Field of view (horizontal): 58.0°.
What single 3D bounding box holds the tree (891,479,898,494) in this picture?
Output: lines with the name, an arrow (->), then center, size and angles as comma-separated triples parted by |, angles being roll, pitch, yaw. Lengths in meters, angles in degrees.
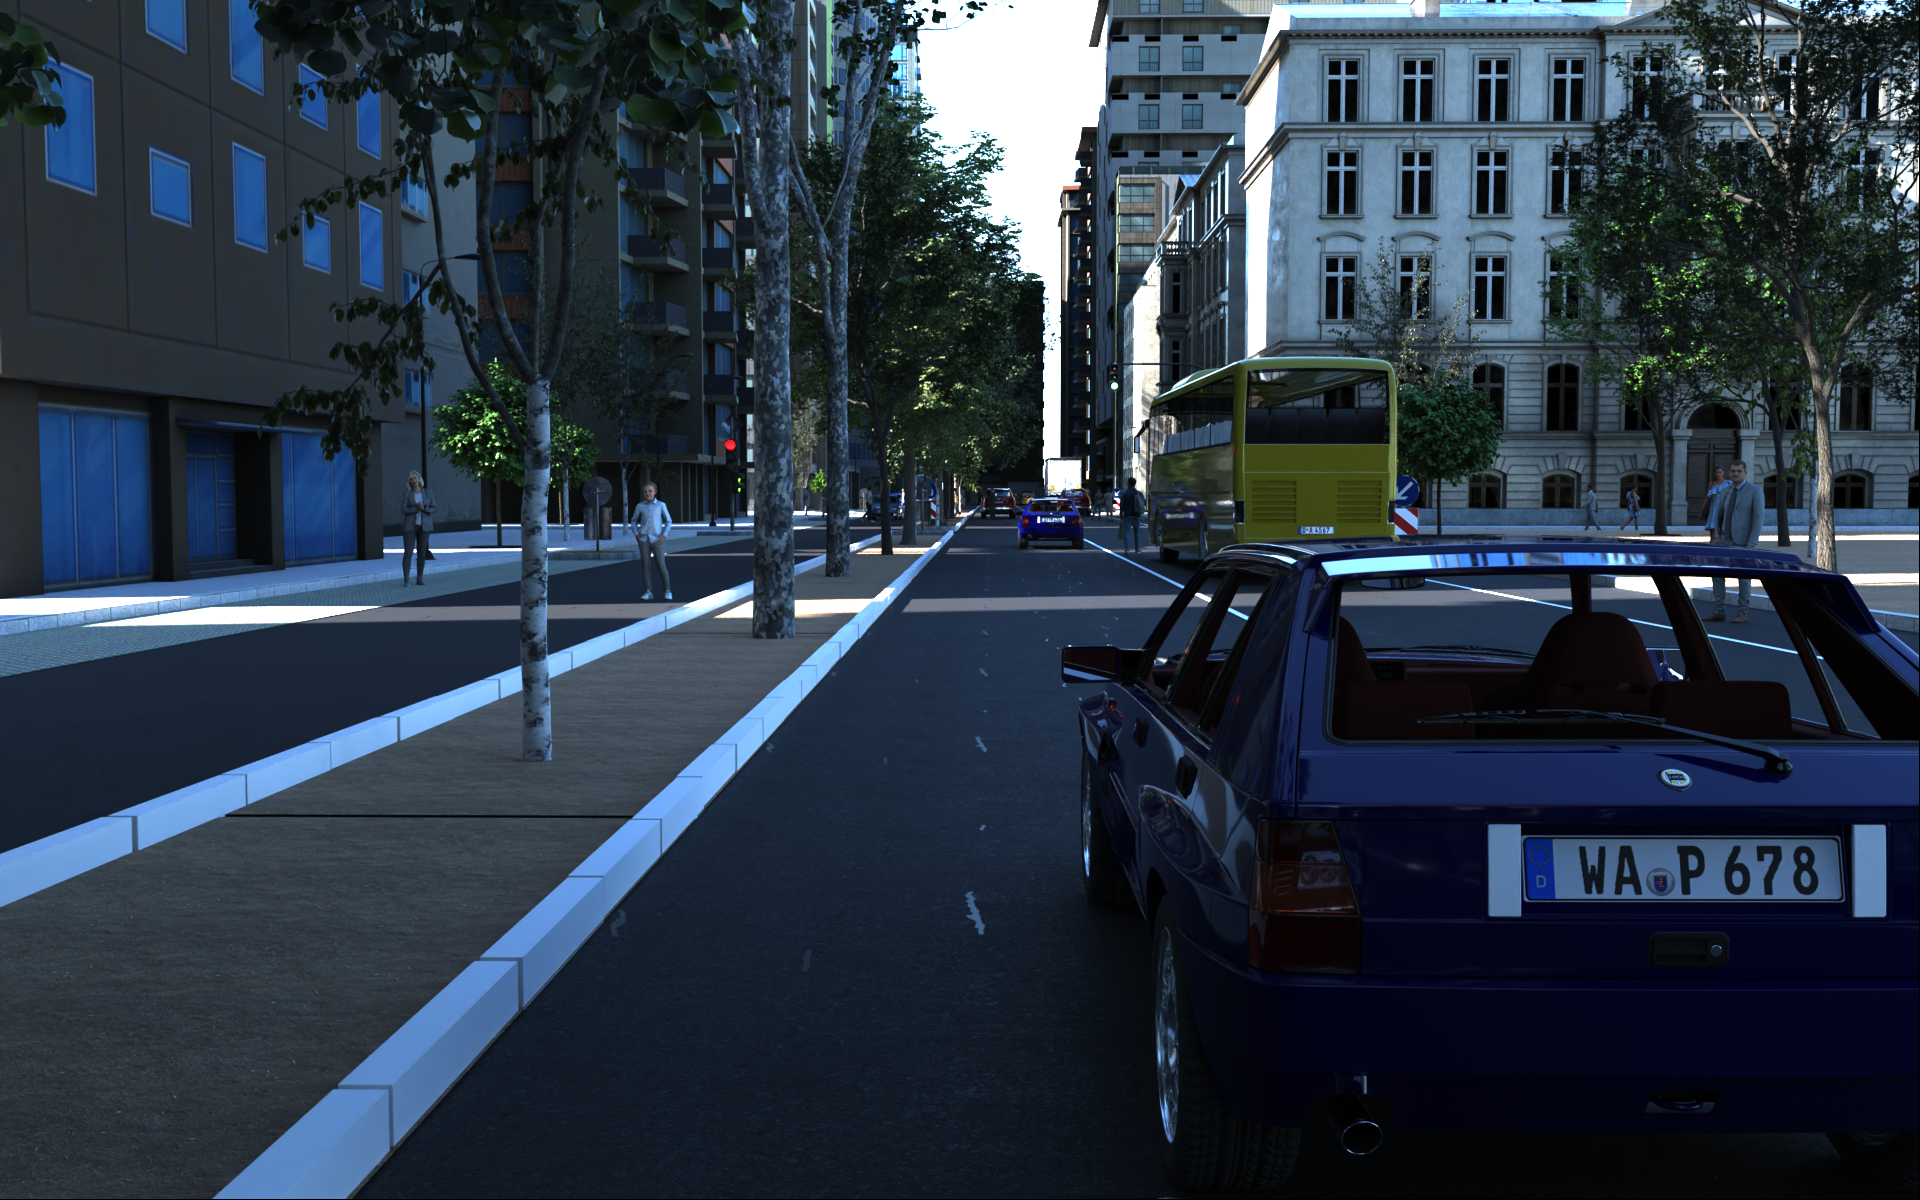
tree -> -7.896, -12.253, 194.937 | 1.663, 3.219, 1.824 | 0, 3, 0

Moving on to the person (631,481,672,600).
person -> -4.201, -0.810, 23.555 | 0.589, 1.601, 0.330 | 1, 4, 10

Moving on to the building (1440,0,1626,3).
building -> 67.950, -54.621, 205.722 | 31.000, 86.520, 22.319 | 0, 4, 1

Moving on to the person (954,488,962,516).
person -> -0.225, -6.344, 112.135 | 0.656, 1.842, 0.836 | 3, 5, 44

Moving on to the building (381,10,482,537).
building -> -27.614, -26.035, 49.366 | 21.600, 48.544, 21.300 | 0, 4, 1

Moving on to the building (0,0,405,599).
building -> -18.140, -23.022, 26.529 | 14.600, 45.320, 14.200 | 0, 4, 1

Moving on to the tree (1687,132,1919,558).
tree -> 17.006, -5.168, 34.857 | 4.737, 8.622, 4.395 | 0, 3, 0

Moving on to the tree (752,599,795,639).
tree -> -3.051, -9.733, 17.485 | 12.611, 20.169, 13.585 | 0, 3, 0

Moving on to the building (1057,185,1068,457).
building -> 26.315, -35.607, 236.806 | 28.867, 44.769, 22.147 | 0, 4, 1

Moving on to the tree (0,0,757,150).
tree -> -2.523, -5.675, 1.899 | 9.857, 13.997, 8.962 | 0, 3, 0

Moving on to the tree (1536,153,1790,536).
tree -> 21.478, -7.794, 53.188 | 9.928, 11.665, 9.643 | 0, 3, 0

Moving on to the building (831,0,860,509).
building -> -19.494, -43.701, 152.761 | 20.563, 71.187, 20.611 | 0, 4, 1

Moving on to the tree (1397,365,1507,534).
tree -> 12.256, -3.700, 44.213 | 4.285, 4.588, 4.351 | 0, 3, 0

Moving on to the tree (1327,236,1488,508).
tree -> 12.846, -6.098, 50.057 | 4.360, 8.622, 3.978 | 0, 3, 0

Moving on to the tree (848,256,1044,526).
tree -> -0.973, -9.679, 77.717 | 9.611, 12.733, 9.660 | 0, 3, 0

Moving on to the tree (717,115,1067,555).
tree -> -1.677, -6.346, 40.632 | 8.767, 10.594, 7.601 | 0, 4, 1

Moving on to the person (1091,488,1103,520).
person -> 7.534, -5.296, 95.360 | 0.520, 1.790, 0.573 | -3, 5, -45

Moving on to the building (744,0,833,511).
building -> -17.313, -27.463, 132.618 | 14.154, 41.232, 14.086 | 0, 4, 1

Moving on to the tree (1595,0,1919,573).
tree -> 12.488, -5.513, 24.552 | 8.767, 10.594, 7.601 | 2, 4, 28

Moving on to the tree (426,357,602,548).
tree -> -10.972, -3.533, 41.478 | 4.285, 4.588, 4.351 | 0, 3, 0

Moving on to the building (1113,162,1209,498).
building -> 20.642, -23.446, 155.046 | 14.160, 30.474, 14.107 | 0, 4, 1

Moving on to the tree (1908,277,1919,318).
tree -> 32.133, -8.087, 49.226 | 9.611, 12.733, 9.660 | 0, 3, 0

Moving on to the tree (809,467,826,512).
tree -> -10.026, -7.894, 123.676 | 1.663, 3.219, 1.824 | 0, 3, 0

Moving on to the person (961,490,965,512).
person -> 0.035, -7.909, 138.555 | 0.760, 1.731, 0.466 | -1, 4, -16

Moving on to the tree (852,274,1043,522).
tree -> -0.780, -10.824, 89.803 | 12.009, 13.543, 11.850 | 0, 3, 0

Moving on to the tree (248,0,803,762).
tree -> -2.279, -3.452, 9.253 | 4.360, 8.622, 3.978 | 0, 3, 0

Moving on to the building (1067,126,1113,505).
building -> 24.680, -33.588, 203.781 | 22.147, 44.769, 28.867 | 0, 4, 1

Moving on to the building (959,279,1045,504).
building -> 4.323, -28.305, 234.491 | 14.107, 30.474, 14.160 | 0, 4, 1

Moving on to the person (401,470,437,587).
person -> -8.397, -1.114, 26.897 | 0.537, 1.800, 0.526 | -1, 4, -20

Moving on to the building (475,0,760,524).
building -> -21.646, -26.475, 87.491 | 22.147, 44.769, 28.867 | 0, 4, 1

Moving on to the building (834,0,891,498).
building -> -18.482, -38.897, 177.958 | 21.231, 58.520, 28.212 | 0, 4, 1

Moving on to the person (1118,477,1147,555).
person -> 3.993, -1.971, 40.715 | 0.794, 1.824, 0.713 | 1, 4, 17

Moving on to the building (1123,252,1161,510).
building -> 18.568, -17.120, 134.657 | 10.420, 20.320, 16.860 | 0, 4, 1

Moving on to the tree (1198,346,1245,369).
tree -> 13.306, -8.268, 85.549 | 4.360, 8.622, 3.978 | 0, 3, 0

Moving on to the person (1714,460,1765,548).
person -> 8.660, -0.657, 19.341 | 0.391, 1.810, 0.635 | -3, 4, -36

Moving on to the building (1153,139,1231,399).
building -> 19.535, -17.691, 108.339 | 14.460, 24.649, 34.723 | 0, 4, 1

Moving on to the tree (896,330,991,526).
tree -> -0.869, -7.115, 69.157 | 4.737, 8.622, 4.395 | 0, 3, 0

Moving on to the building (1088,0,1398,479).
building -> 28.026, -35.848, 175.347 | 28.713, 52.752, 27.495 | 0, 4, 1

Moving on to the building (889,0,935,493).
building -> -18.278, -56.529, 236.920 | 31.000, 86.520, 22.319 | 0, 4, 1

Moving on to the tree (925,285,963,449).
tree -> -1.475, -6.245, 54.927 | 4.360, 8.622, 3.978 | 0, 3, 0

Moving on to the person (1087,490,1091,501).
person -> 10.316, -8.006, 139.583 | 0.526, 1.800, 0.537 | -1, 4, -13

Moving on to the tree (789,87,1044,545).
tree -> -1.528, -7.842, 48.795 | 7.486, 12.596, 7.792 | 0, 3, 0

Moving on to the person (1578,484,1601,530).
person -> 23.168, -3.351, 63.567 | 0.850, 1.792, 0.678 | 3, 4, 36

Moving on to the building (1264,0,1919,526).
building -> 30.060, -15.586, 73.919 | 34.723, 24.649, 14.460 | 0, 4, 1

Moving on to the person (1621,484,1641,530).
person -> 24.814, -3.381, 63.876 | 0.778, 1.811, 0.616 | 0, 4, 2
